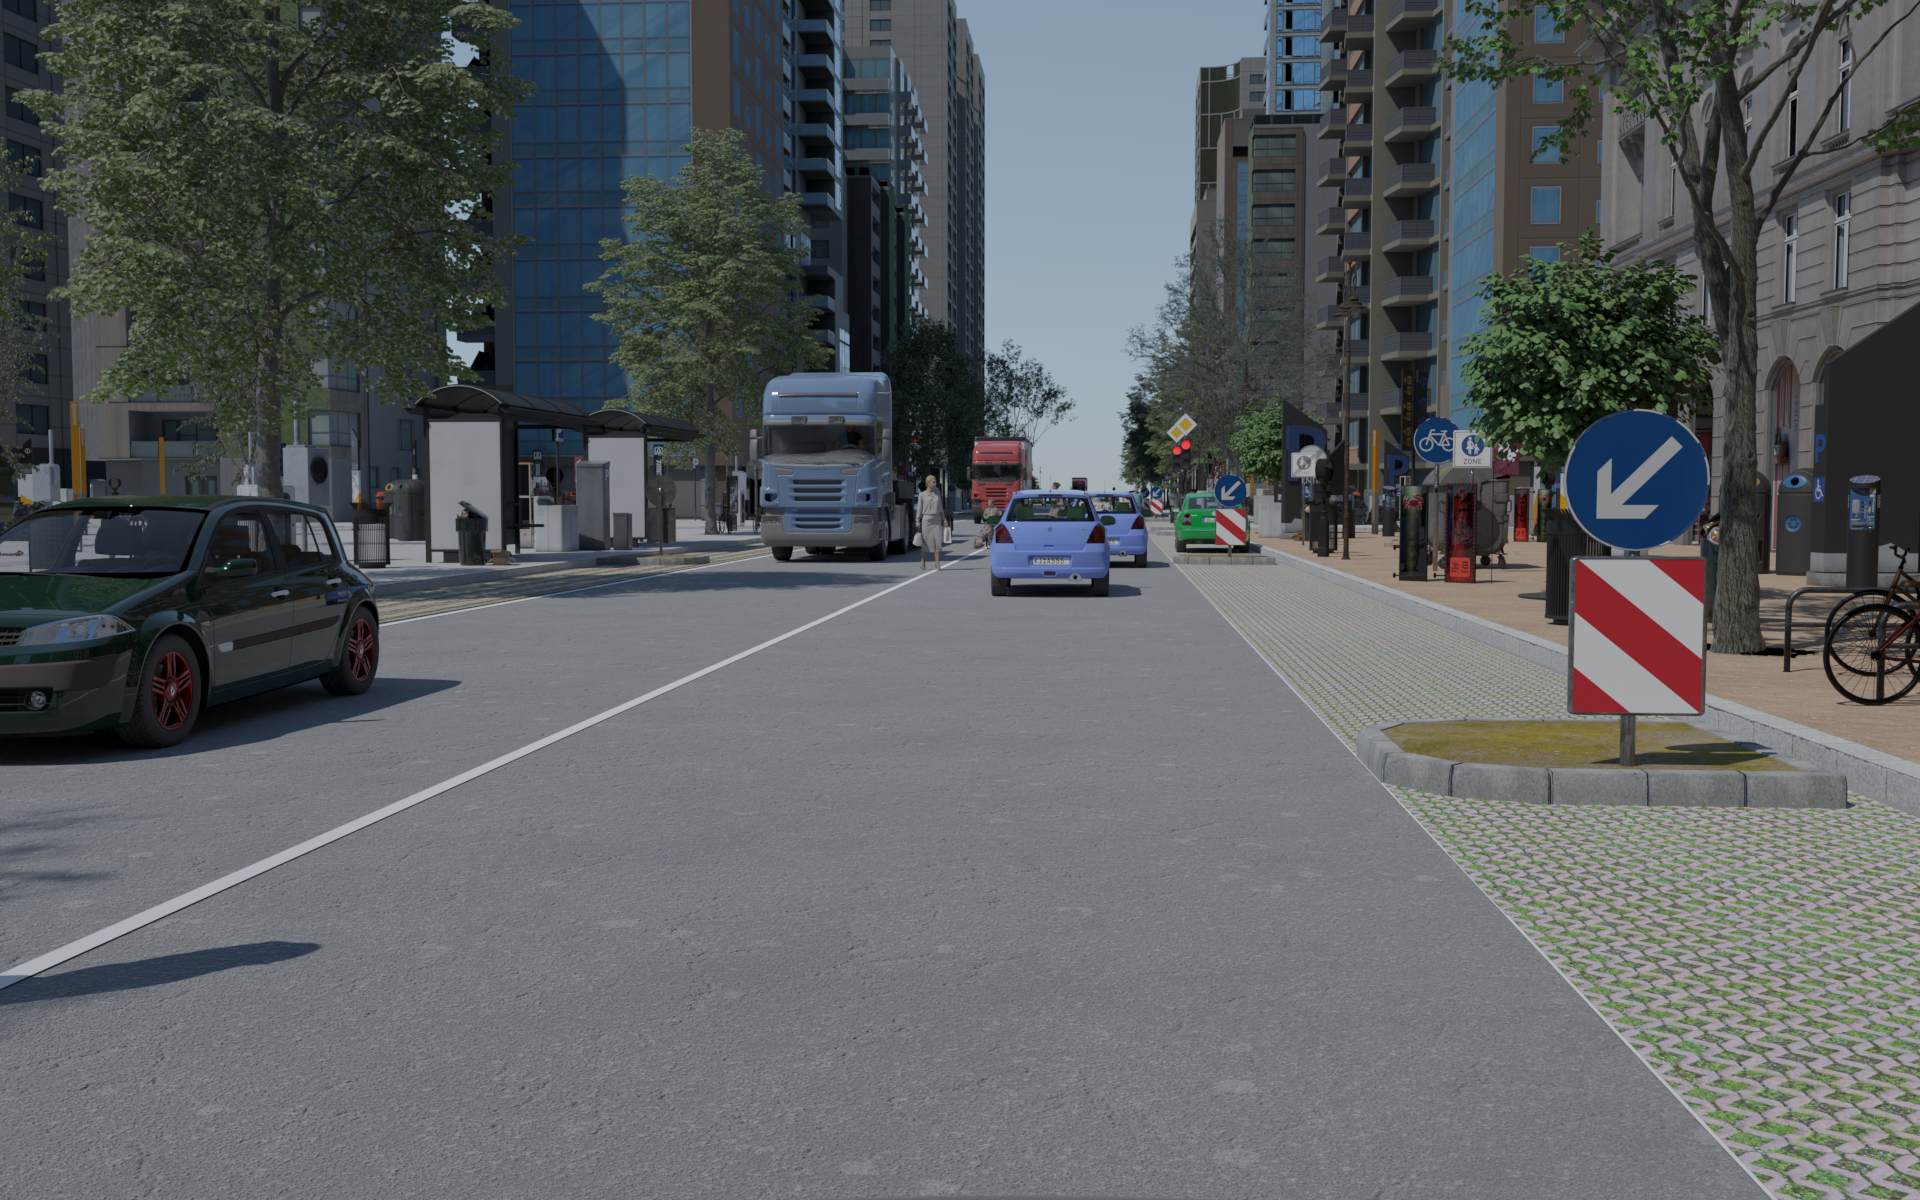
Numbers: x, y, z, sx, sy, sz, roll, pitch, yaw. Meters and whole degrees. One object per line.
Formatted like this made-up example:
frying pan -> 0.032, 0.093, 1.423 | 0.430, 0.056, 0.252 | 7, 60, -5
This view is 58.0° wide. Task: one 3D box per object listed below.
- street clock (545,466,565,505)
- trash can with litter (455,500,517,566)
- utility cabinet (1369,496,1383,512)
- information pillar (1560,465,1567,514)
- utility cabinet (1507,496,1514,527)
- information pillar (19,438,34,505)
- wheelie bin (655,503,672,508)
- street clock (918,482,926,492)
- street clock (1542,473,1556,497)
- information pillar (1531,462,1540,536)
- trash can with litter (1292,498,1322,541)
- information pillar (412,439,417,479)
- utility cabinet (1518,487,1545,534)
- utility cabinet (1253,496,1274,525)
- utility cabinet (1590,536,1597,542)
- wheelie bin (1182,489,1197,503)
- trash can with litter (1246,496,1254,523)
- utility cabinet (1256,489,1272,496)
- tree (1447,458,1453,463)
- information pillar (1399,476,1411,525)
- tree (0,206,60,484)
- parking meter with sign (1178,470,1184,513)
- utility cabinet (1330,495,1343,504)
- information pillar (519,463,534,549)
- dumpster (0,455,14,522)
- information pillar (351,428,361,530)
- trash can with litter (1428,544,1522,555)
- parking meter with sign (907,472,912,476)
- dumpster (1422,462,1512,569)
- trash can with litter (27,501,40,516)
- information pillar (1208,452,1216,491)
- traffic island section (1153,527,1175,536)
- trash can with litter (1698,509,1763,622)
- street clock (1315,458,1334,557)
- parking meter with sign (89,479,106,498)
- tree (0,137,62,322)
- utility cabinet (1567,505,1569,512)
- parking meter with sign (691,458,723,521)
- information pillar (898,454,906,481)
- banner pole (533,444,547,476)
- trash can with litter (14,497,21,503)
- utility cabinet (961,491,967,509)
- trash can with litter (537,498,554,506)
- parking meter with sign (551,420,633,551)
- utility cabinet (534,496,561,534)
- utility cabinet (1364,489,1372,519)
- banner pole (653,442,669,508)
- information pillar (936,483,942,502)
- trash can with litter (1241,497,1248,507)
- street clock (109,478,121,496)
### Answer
street clock -> -10.537, -2.479, 45.109 | 0.471, 2.002, 0.358 | -1, 4, -10
trash can with litter -> -8.530, -1.210, 31.174 | 1.055, 1.170, 0.624 | 0, 4, -2
utility cabinet -> 18.066, -3.871, 74.452 | 1.020, 1.237, 0.306 | -2, 4, -29
information pillar -> 24.469, -4.796, 69.774 | 0.504, 3.616, 0.183 | 2, 4, 30
utility cabinet -> 21.339, -3.475, 67.979 | 0.306, 1.237, 1.020 | -1, 4, -17
information pillar -> -38.738, -4.927, 71.908 | 0.504, 3.616, 0.183 | -1, 4, -11
wheelie bin -> -14.022, -4.518, 81.777 | 0.980, 1.594, 0.693 | 1, 4, 17
street clock -> -2.207, -5.911, 101.222 | 0.471, 2.002, 0.358 | 1, 4, 18
street clock -> 17.347, -2.845, 51.079 | 0.358, 2.002, 0.471 | 0, 4, -7
information pillar -> 17.580, -3.756, 52.771 | 0.183, 3.616, 0.504 | 0, 4, 7
trash can with litter -> 9.396, -2.184, 47.103 | 0.624, 1.170, 1.055 | -2, 4, -24
information pillar -> -23.184, -5.036, 73.689 | 0.183, 3.616, 0.504 | -2, 4, -32
utility cabinet -> 18.178, -2.830, 54.956 | 1.173, 1.500, 0.318 | -1, 4, -18
utility cabinet -> 12.615, -3.679, 71.317 | 1.020, 1.237, 0.306 | 1, 4, 15
utility cabinet -> 17.074, -2.180, 46.804 | 0.306, 1.237, 1.020 | 3, 5, 42
wheelie bin -> 18.069, -7.949, 137.879 | 0.693, 1.594, 0.980 | -2, 4, -28
trash can with litter -> 12.692, -4.081, 77.786 | 2.233, 1.210, 1.678 | 0, 4, -7
utility cabinet -> 12.951, -3.980, 73.750 | 0.318, 1.500, 1.173 | 2, 4, 28
tree -> 21.009, -4.842, 73.773 | 1.663, 3.219, 1.824 | 0, 3, 0
information pillar -> 18.231, -4.066, 70.977 | 0.304, 2.012, 0.304 | -2, 4, -30
tree -> -23.615, -5.573, 41.483 | 4.360, 8.622, 3.978 | 0, 3, 0
parking meter with sign -> 13.812, -6.918, 109.373 | 0.543, 3.016, 1.738 | 0, 4, 2
utility cabinet -> 17.910, -4.421, 83.439 | 1.020, 1.237, 0.306 | -1, 4, -15
information pillar -> -10.192, -2.213, 40.680 | 0.304, 2.012, 0.304 | 0, 4, -1
dumpster -> -10.969, -0.930, 17.706 | 1.502, 2.255, 1.985 | 0, 4, 5
information pillar -> -21.333, -4.270, 61.174 | 0.504, 3.616, 0.183 | 3, 5, 44
trash can with litter -> 10.840, -1.589, 37.043 | 2.233, 1.210, 1.678 | 1, 4, 23
parking meter with sign -> -3.987, -8.533, 135.769 | 0.543, 3.016, 1.738 | -1, 4, -11
dumpster -> 8.841, -1.496, 30.218 | 1.264, 1.857, 1.865 | 0, 4, 5
trash can with litter -> -19.864, -1.522, 35.949 | 2.233, 1.210, 1.678 | -3, 5, -40
information pillar -> 13.799, -6.343, 95.061 | 0.504, 3.616, 0.183 | -1, 4, -22
traffic island section -> 7.849, -2.325, 60.295 | 2.009, 0.180, 2.903 | 0, 4, 5
trash can with litter -> 7.585, -0.371, 17.450 | 0.624, 1.170, 1.055 | 0, 4, -7
street clock -> 7.418, -1.879, 35.296 | 0.358, 2.002, 0.471 | 2, 4, 34
parking meter with sign -> -44.954, -5.756, 90.363 | 1.738, 3.016, 0.543 | -3, 5, -44
tree -> -18.561, -4.939, 31.116 | 4.737, 8.622, 4.395 | 0, 3, 0
utility cabinet -> 19.554, -2.642, 54.351 | 0.306, 1.237, 1.020 | -3, 4, -37
parking meter with sign -> -11.983, -5.282, 82.614 | 1.738, 3.016, 0.543 | 2, 4, 31
information pillar -> -3.378, -6.709, 101.039 | 0.504, 3.616, 0.183 | 0, 4, -7
banner pole -> -20.855, -5.885, 86.240 | 0.863, 3.779, 0.401 | -2, 4, -25
trash can with litter -> -41.863, -3.992, 76.654 | 1.055, 1.170, 0.624 | 1, 4, 21
utility cabinet -> 0.335, -8.254, 143.637 | 0.318, 1.500, 1.173 | -1, 4, -13
trash can with litter -> -11.606, -2.312, 49.191 | 0.624, 1.170, 1.055 | -2, 4, -35
parking meter with sign -> -8.346, -2.639, 39.403 | 1.738, 3.016, 0.543 | 0, 4, 7
utility cabinet -> -13.468, -2.766, 56.390 | 0.306, 1.237, 1.020 | 2, 4, 30
utility cabinet -> 18.774, -4.344, 79.711 | 0.318, 1.500, 1.173 | 1, 4, 8
banner pole -> -13.124, -5.286, 76.442 | 0.863, 3.779, 0.401 | 0, 4, 2
information pillar -> -1.414, -6.859, 116.644 | 0.304, 2.012, 0.304 | 3, 5, 44
trash can with litter -> 14.853, -4.910, 91.672 | 0.624, 1.170, 1.055 | -1, 4, -9
street clock -> -37.108, -4.375, 76.098 | 0.471, 2.002, 0.358 | 1, 4, 9
